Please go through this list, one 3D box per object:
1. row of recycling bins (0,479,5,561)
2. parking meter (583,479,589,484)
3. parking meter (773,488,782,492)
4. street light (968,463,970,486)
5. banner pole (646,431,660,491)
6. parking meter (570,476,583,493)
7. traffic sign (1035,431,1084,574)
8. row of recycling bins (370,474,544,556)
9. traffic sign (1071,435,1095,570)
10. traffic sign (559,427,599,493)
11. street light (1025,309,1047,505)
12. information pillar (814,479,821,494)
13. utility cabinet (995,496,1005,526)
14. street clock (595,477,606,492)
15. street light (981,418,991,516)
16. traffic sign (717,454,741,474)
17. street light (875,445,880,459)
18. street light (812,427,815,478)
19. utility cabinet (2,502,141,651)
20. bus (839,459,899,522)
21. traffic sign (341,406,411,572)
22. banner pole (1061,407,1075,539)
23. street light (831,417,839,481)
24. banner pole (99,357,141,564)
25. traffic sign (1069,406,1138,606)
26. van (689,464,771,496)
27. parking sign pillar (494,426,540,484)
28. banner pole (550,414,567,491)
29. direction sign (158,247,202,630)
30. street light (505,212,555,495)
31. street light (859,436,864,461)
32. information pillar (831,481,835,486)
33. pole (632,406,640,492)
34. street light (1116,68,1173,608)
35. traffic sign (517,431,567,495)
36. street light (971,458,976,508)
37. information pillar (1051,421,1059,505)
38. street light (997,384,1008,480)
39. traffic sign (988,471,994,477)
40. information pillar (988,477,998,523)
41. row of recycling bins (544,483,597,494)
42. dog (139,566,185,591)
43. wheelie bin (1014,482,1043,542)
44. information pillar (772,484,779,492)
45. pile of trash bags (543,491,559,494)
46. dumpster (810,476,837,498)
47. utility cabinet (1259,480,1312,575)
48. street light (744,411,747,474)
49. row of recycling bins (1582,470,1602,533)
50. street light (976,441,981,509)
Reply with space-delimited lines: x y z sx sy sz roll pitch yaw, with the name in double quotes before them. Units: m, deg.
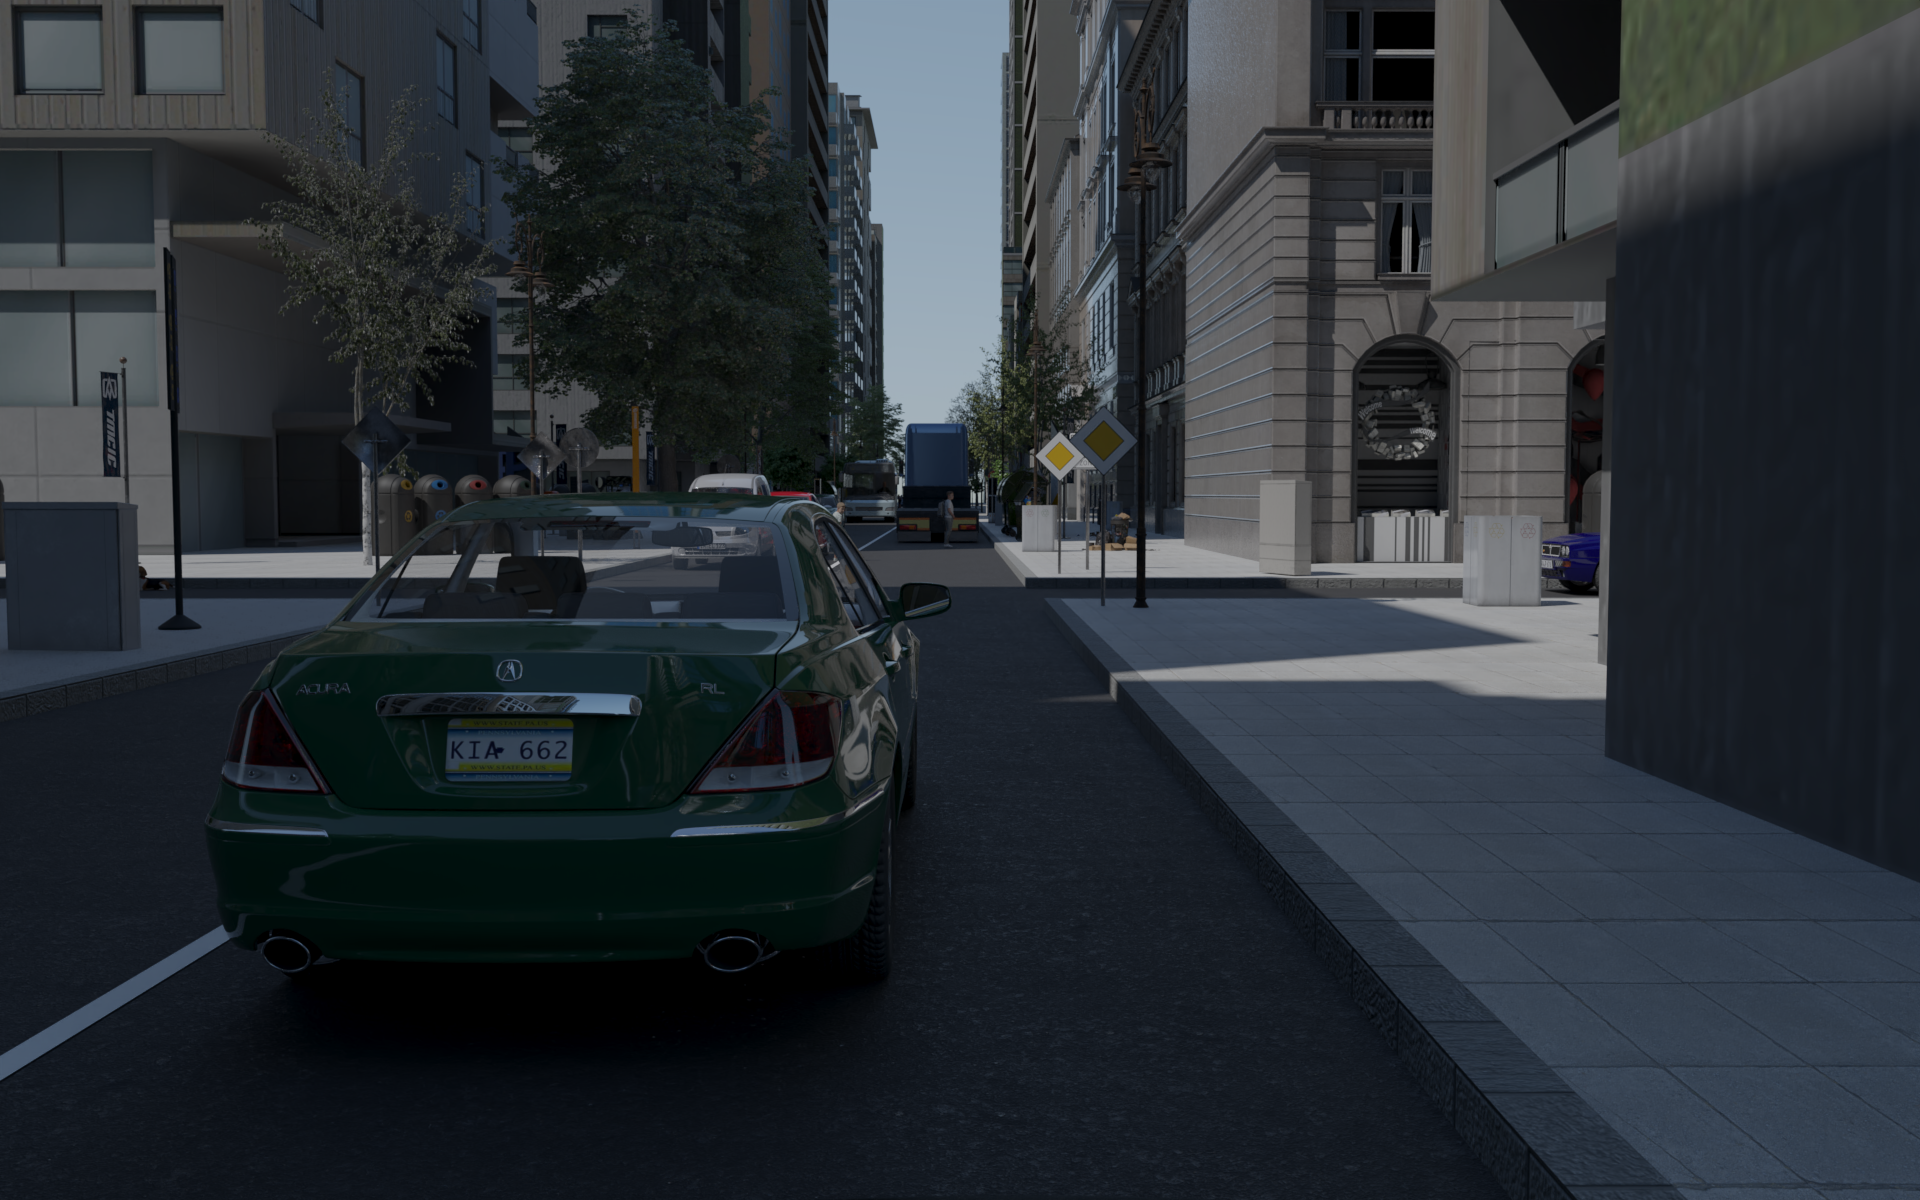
"row of recycling bins" -18.749 -1.512 31.831 1.069 1.692 3.534 0 4 1
"parking meter" -14.514 -3.733 66.749 0.399 1.863 0.255 -1 4 -16
"parking meter" -7.772 -3.999 73.797 0.372 1.533 0.369 0 3 0
"street light" 1.272 -12.619 179.100 0.468 5.910 1.993 0 4 0
"banner pole" -10.774 -4.340 60.980 0.401 3.779 0.863 2 4 32
"parking meter" -12.742 -3.158 57.345 0.255 1.863 0.399 0 4 -1
"traffic sign" 1.596 -1.477 27.784 0.795 2.450 0.064 0 4 0
"row of recycling bins" -10.776 -1.817 36.822 3.534 1.692 1.069 -3 5 -39
"traffic sign" 2.157 -1.661 29.281 0.606 2.300 0.079 0 4 4
"traffic sign" -7.278 -2.020 33.129 0.768 2.556 0.104 0 4 1
"street light" 1.898 -4.325 43.495 0.468 5.910 1.993 0 4 0
"information pillar" -6.931 -4.885 84.361 0.304 2.012 0.304 0 4 -1
"utility cabinet" 1.940 -3.607 70.142 1.020 1.237 0.306 1 4 18
"street clock" -14.965 -4.137 72.202 0.471 2.002 0.358 3 4 36
"street light" 1.661 -7.911 102.128 0.468 5.910 1.993 0 4 0
"traffic sign" -7.420 -3.392 55.573 0.768 2.556 0.104 0 4 3
"street light" -7.804 -11.687 163.876 0.468 5.910 1.993 0 4 0
"street light" -7.442 -7.084 88.610 0.468 5.910 1.993 0 4 0
"utility cabinet" -7.328 -0.193 14.311 1.020 1.237 0.306 0 4 7
"bus" -4.607 -5.854 90.573 2.948 3.499 13.247 0 4 -2
"traffic sign" -6.658 -0.987 19.778 0.795 2.450 0.064 0 4 0
"banner pole" 3.119 -3.671 50.043 0.401 3.779 0.863 2 4 30
"street light" -7.560 -8.055 104.487 0.468 5.910 1.993 0 4 0
"banner pole" -15.298 -2.535 31.457 0.401 3.779 0.863 1 4 11
"traffic sign" 1.636 -0.988 19.799 0.795 2.450 0.064 0 4 0
"van" -4.625 -1.664 34.211 2.013 2.044 4.112 0 4 0
"parking sign pillar" -17.367 -4.911 68.764 1.447 3.967 1.447 1 4 9
"banner pole" -12.636 -3.940 54.433 0.863 3.779 0.401 2 4 32
"direction sign" -7.425 -1.491 16.377 0.379 3.537 0.876 -1 4 -19
"street light" -7.106 -3.424 28.771 0.468 5.910 1.993 0 4 0
"street light" -7.656 -9.866 134.097 0.468 5.910 1.993 0 4 0
"information pillar" -7.228 -5.660 97.028 0.304 2.012 0.304 3 4 38
"pole" -7.544 -2.843 40.330 0.158 3.312 0.155 0 3 0
"street light" 2.043 -2.851 19.400 0.468 5.910 1.993 0 4 0
"traffic sign" -6.698 -1.475 27.763 0.795 2.450 0.064 0 4 0
"street light" 1.373 -10.827 149.807 0.468 5.910 1.993 0 4 0
"information pillar" 3.027 -3.904 55.182 0.183 3.616 0.504 -2 4 -23
"street light" 1.805 -6.119 72.836 0.468 5.910 1.993 0 4 0
"traffic sign" 1.890 -5.709 93.450 0.768 2.556 0.104 1 4 9
"information pillar" 1.437 -4.359 75.768 0.304 2.012 0.304 -3 4 -37
"row of recycling bins" -15.187 -3.472 63.876 3.534 1.692 1.069 -1 4 -18
"dog" -11.958 -0.336 25.691 0.748 0.427 0.550 0 4 -4
"wheelie bin" 1.859 -2.380 46.826 0.693 1.594 0.980 -1 4 -15
"information pillar" -9.628 -5.258 90.463 0.304 2.012 0.304 0 4 4
"pile of trash bags" -10.765 -2.452 49.844 3.447 1.369 1.912 2 4 32
"dumpster" -7.504 -5.616 94.318 1.502 2.255 1.985 0 4 0
"utility cabinet" 5.173 -1.151 27.506 0.318 1.500 1.173 -1 4 -18
"street light" -7.272 -5.252 58.660 0.468 5.910 1.993 0 4 0
"row of recycling bins" 12.216 -1.328 28.820 3.534 1.692 1.069 1 4 22
"street light" 1.530 -9.035 120.514 0.468 5.910 1.993 0 4 0
